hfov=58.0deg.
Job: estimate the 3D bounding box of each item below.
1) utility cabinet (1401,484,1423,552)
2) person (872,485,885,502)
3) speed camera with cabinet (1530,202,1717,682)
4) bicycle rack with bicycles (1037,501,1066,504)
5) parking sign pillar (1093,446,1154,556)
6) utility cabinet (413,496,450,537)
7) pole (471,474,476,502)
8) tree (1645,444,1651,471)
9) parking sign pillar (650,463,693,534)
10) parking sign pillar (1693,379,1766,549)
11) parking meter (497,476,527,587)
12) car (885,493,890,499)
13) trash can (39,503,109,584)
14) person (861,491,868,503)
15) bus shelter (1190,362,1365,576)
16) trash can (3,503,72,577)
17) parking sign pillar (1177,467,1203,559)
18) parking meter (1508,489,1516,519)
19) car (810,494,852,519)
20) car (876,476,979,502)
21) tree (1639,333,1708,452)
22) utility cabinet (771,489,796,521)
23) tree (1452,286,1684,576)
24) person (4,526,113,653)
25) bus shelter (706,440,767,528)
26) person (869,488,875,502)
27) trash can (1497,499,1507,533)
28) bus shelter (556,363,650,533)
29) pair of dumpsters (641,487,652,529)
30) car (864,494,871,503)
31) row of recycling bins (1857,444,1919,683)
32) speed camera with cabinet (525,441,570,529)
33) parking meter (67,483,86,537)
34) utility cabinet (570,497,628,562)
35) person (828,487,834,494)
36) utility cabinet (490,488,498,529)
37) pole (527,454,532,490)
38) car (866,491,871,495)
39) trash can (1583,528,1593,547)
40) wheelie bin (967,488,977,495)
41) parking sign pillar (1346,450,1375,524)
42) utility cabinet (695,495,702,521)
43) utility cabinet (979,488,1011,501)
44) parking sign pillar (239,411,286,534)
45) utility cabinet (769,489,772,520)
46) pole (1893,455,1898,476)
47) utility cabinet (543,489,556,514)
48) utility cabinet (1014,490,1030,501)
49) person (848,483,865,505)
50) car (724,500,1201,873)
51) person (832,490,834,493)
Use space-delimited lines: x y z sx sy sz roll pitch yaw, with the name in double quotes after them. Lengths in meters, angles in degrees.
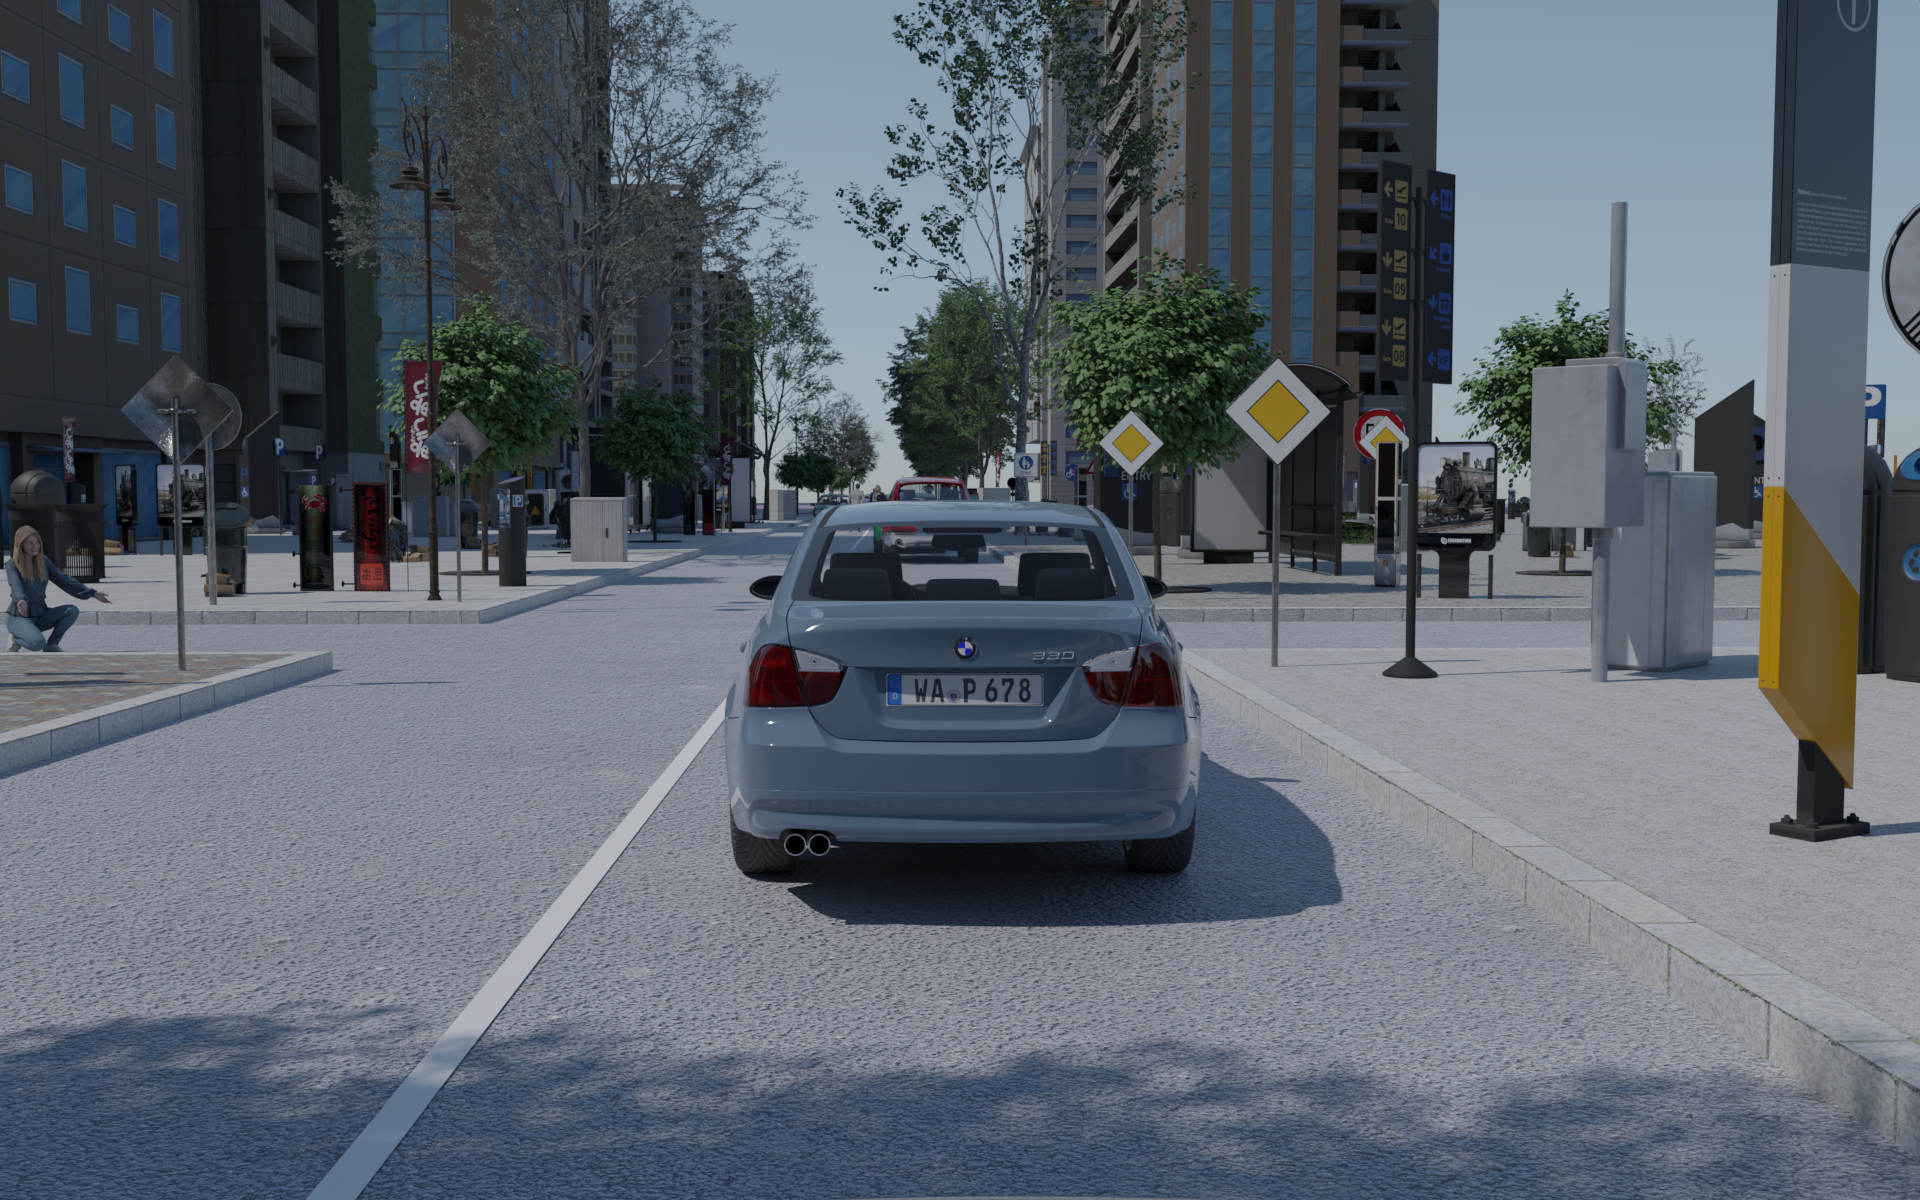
9.756 -1.804 38.180 1.173 1.500 0.318 -1 4 -16 "utility cabinet"
-3.143 -3.588 67.351 0.537 1.800 0.526 0 4 1 "person"
4.811 -1.110 12.479 0.660 3.252 2.038 3 5 43 "speed camera with cabinet"
3.493 -4.394 85.216 2.925 0.926 2.852 -1 4 -17 "bicycle rack with bicycles"
3.495 -2.940 36.543 1.447 3.967 1.447 -1 4 -17 "parking sign pillar"
-15.839 -2.492 51.904 1.020 1.237 0.306 0 4 6 "utility cabinet"
-19.014 -4.515 67.658 0.158 3.312 0.155 0 3 0 "pole"
21.840 -3.740 55.747 1.663 3.219 1.824 0 3 0 "tree"
-9.436 -4.173 56.703 1.447 3.967 1.447 -2 4 -27 "parking sign pillar"
18.224 -3.231 41.295 1.447 3.967 1.447 3 4 39 "parking sign pillar"
-6.227 -0.958 24.074 0.372 1.533 0.369 0 3 0 "parking meter"
-1.294 -2.125 43.545 1.959 1.807 4.718 0 4 -3 "car"
-12.667 -0.814 24.962 0.748 1.137 0.748 0 3 0 "trash can"
-8.798 -9.084 157.738 0.721 1.743 1.217 3 4 37 "person"
5.123 -2.172 29.436 2.014 3.302 5.546 0 4 -2 "bus shelter"
-14.081 -0.895 26.285 0.748 1.137 0.748 0 3 0 "trash can"
5.071 -2.815 34.504 1.447 3.967 1.447 0 4 3 "parking sign pillar"
28.000 -4.862 87.903 0.372 1.533 0.369 0 3 0 "parking meter"
-5.442 -3.886 75.337 2.131 1.459 4.920 0 4 -3 "car"
-0.684 -1.778 37.742 2.281 1.827 5.304 0 4 -3 "car"
31.959 -7.848 78.675 4.360 8.622 3.978 0 3 0 "tree"
-8.818 -4.817 87.439 1.173 1.500 0.318 -3 5 -42 "utility cabinet"
9.608 -2.688 27.660 4.285 4.588 4.351 0 3 0 "tree"
-8.063 -0.083 15.364 0.738 1.151 1.012 2 4 31 "person"
-8.673 -4.482 67.209 2.014 3.302 5.546 0 4 -2 "bus shelter"
-5.899 -6.805 119.623 0.709 1.838 0.599 1 4 13 "person"
16.834 -2.620 54.488 0.748 1.137 0.748 0 3 0 "trash can"
-11.483 -4.786 55.886 2.179 5.291 8.768 0 4 -2 "bus shelter"
-12.109 -3.757 63.925 1.574 2.255 4.437 0 4 -2 "pair of dumpsters"
-9.788 -10.920 190.538 2.014 1.417 4.499 0 4 -2 "car"
6.954 -0.267 11.473 1.069 1.692 3.534 -1 4 -23 "row of recycling bins"
-15.107 -4.231 63.521 2.038 3.252 0.660 -2 4 -29 "speed camera with cabinet"
-19.713 -1.850 38.663 0.372 1.533 0.369 0 3 0 "parking meter"
-6.831 -1.322 32.777 1.020 1.237 0.306 0 4 6 "utility cabinet"
-6.634 -4.933 89.378 0.641 1.798 0.478 -1 4 -20 "person"
-16.722 -3.334 63.197 0.318 1.500 1.173 -3 5 -44 "utility cabinet"
-16.091 -4.336 64.744 0.158 3.312 0.155 0 3 0 "pole"
-11.340 -12.883 219.438 1.959 1.807 4.718 0 4 -3 "car"
15.438 -1.854 41.962 0.748 1.137 0.748 0 3 0 "trash can"
0.635 -5.159 92.259 0.980 1.594 0.693 0 3 0 "wheelie bin"
17.199 -5.220 73.819 1.447 3.967 1.447 1 4 8 "parking sign pillar"
-13.150 -4.696 87.935 0.306 1.237 1.020 1 4 17 "utility cabinet"
1.214 -3.200 60.993 1.173 1.500 0.318 -2 4 -32 "utility cabinet"
-22.638 -4.133 56.041 1.447 3.967 1.447 2 4 26 "parking sign pillar"
-10.149 -5.213 93.918 0.318 1.500 1.173 0 4 5 "utility cabinet"
48.703 -5.895 90.234 0.158 3.312 0.155 0 3 0 "pole"
-19.097 -4.370 80.127 0.318 1.500 1.173 -3 4 -39 "utility cabinet"
3.349 -5.210 93.861 0.318 1.500 1.173 2 4 31 "utility cabinet"
-3.905 -3.476 65.185 0.661 1.843 0.795 1 4 13 "person"
-0.002 0.254 7.843 2.014 1.417 4.499 0 4 0 "car"
-7.507 -5.680 102.298 0.756 1.711 0.436 3 4 37 "person"
